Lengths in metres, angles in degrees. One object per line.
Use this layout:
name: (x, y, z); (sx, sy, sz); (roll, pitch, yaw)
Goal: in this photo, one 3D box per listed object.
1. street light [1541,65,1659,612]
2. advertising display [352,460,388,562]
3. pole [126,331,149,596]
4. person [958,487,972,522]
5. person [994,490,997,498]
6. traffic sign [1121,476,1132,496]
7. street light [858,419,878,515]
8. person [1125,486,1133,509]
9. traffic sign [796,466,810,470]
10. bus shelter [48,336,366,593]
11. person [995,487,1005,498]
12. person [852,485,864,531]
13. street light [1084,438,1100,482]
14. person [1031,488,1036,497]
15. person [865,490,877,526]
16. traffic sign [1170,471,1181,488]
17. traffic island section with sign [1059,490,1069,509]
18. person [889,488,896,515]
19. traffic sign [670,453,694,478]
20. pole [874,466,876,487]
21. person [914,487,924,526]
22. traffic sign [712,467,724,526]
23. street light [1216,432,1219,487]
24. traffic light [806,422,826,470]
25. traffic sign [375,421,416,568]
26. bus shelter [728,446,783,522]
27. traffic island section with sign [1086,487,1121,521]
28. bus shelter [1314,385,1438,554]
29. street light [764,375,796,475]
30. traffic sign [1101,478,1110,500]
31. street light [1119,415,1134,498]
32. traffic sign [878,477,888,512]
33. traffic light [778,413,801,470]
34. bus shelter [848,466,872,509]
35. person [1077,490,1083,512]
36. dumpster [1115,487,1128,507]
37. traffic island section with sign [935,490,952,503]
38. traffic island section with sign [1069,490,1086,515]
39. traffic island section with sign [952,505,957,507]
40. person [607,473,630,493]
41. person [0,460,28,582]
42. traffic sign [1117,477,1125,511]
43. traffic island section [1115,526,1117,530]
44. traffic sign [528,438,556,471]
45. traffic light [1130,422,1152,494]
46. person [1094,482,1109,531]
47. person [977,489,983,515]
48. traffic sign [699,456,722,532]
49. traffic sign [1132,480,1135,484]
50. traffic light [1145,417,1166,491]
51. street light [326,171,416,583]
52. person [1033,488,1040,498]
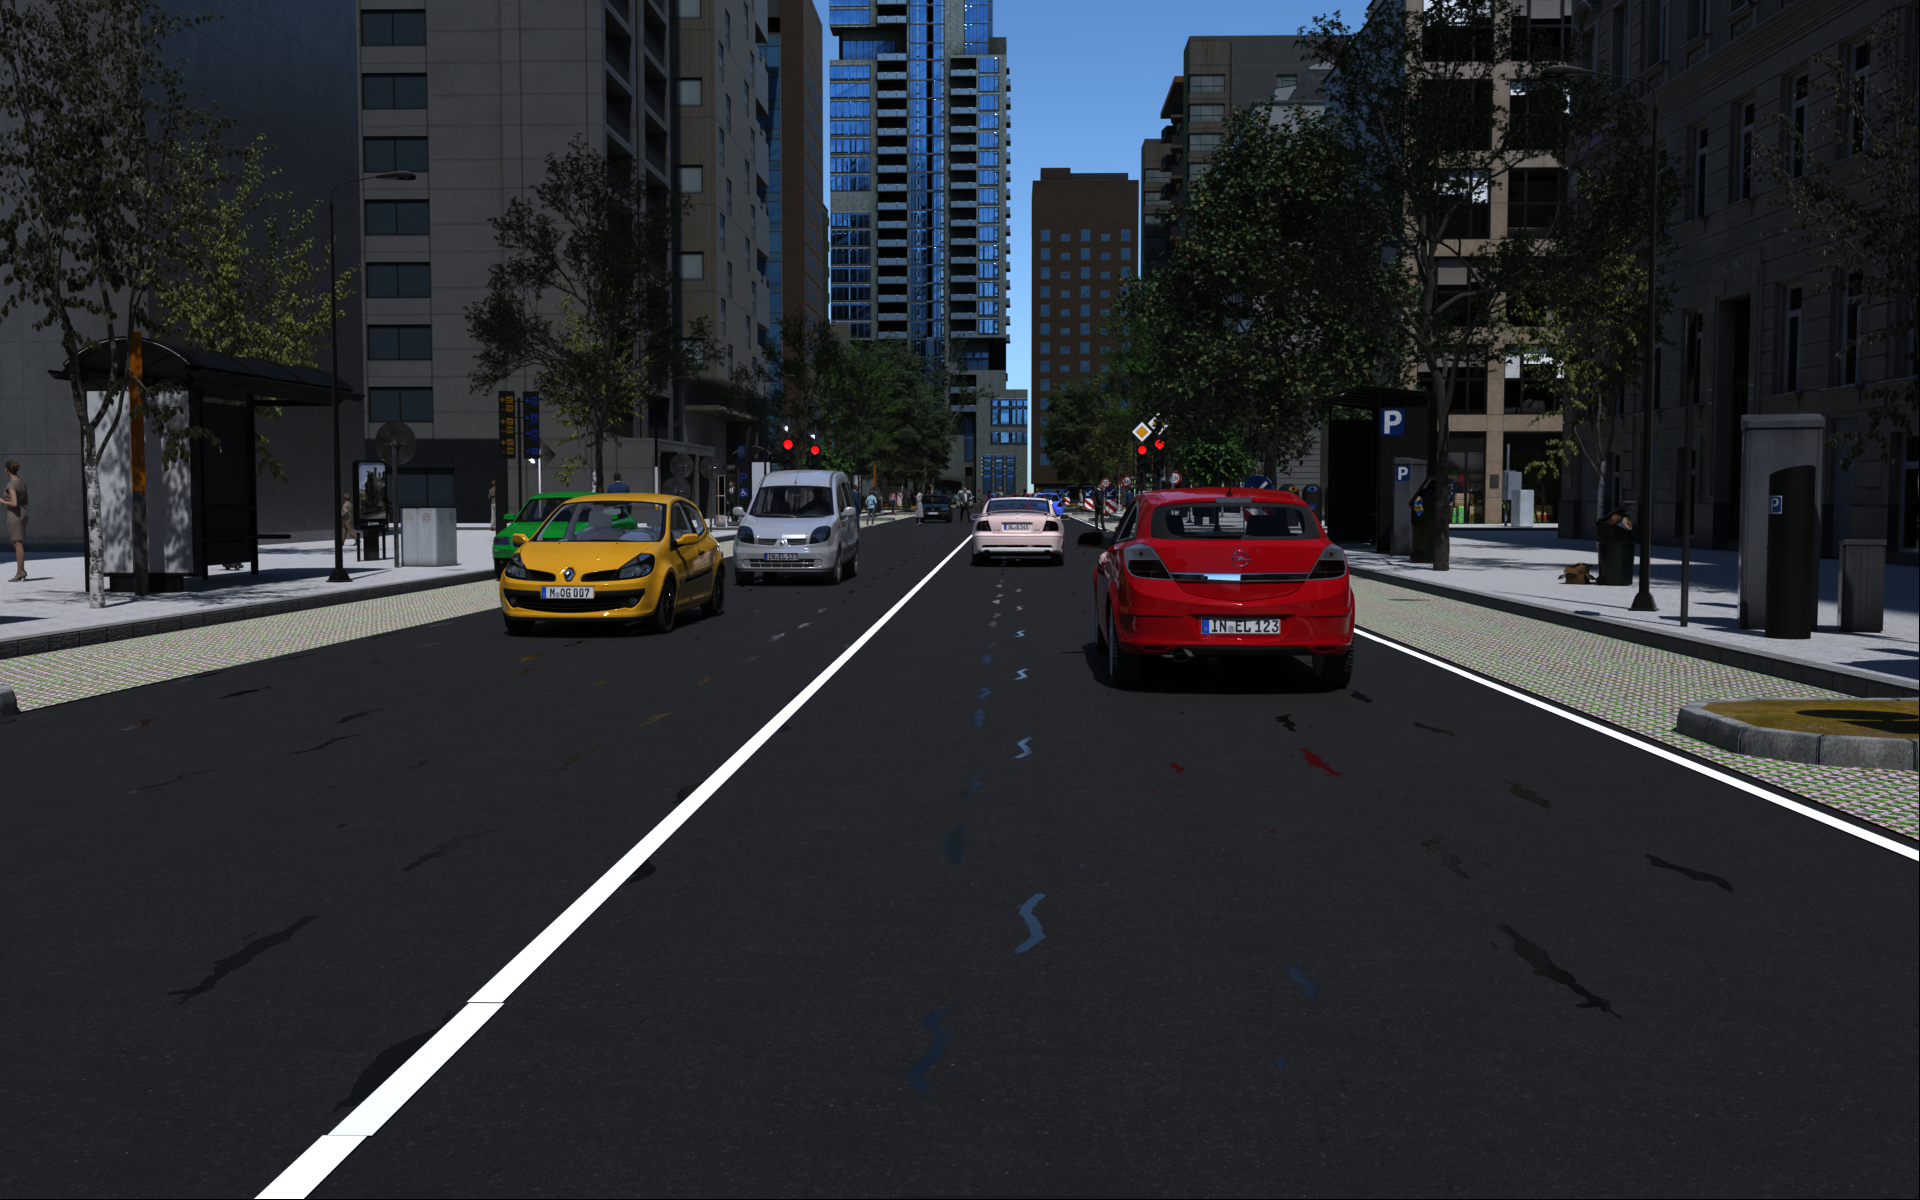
street light: (6.997, -2.838, 18.938); (1.470, 5.913, 1.316); (0, 4, 2)
advertising display: (-11.339, -1.719, 33.317); (0.123, 1.923, 0.974); (1, 4, 14)
pole: (-10.354, -1.710, 21.805); (0.158, 3.312, 0.155); (0, 3, 0)
person: (0.281, -4.810, 87.545); (0.661, 1.777, 0.834); (-3, 4, -37)
person: (2.806, -7.752, 135.992); (0.760, 1.731, 0.466); (-1, 4, -9)
traffic sign: (11.545, -7.327, 119.909); (0.768, 2.556, 0.104); (1, 4, 10)
street light: (-5.781, -8.279, 107.896); (1.470, 5.913, 1.316); (0, 4, 2)
person: (7.982, -4.471, 81.783); (0.419, 1.800, 0.721); (0, 4, 7)
traffic sign: (-7.161, -4.820, 78.914); (0.768, 2.556, 0.104); (0, 4, 4)
bus shelter: (-10.600, -1.901, 25.013); (2.014, 3.302, 5.546); (0, 4, 2)
person: (2.138, -4.964, 89.842); (0.661, 1.801, 0.590); (-1, 4, -17)
person: (-4.104, -3.630, 68.039); (0.419, 1.800, 0.721); (-2, 4, -32)
street light: (10.902, -10.388, 142.378); (1.470, 5.913, 1.316); (0, 4, 2)
person: (4.670, -6.052, 107.439); (0.794, 1.824, 0.713); (2, 4, 33)
person: (-3.957, -4.116, 77.612); (0.589, 1.601, 0.330); (2, 4, 28)
traffic sign: (11.882, -5.865, 96.006); (0.768, 2.556, 0.104); (1, 4, 9)
traffic island section with sign: (10.325, -9.836, 169.448); (1.989, 1.847, 2.006); (0, 4, 2)
person: (-4.588, -6.675, 117.637); (0.555, 1.821, 0.388); (-2, 4, -33)
traffic sign: (-8.726, -3.315, 54.305); (0.768, 2.556, 0.104); (0, 4, 4)
pole: (-6.098, -7.971, 124.170); (0.158, 3.312, 0.155); (0, 3, 0)
person: (-1.910, -4.222, 78.093); (0.524, 1.755, 0.480); (2, 4, 23)
traffic sign: (-10.002, -4.313, 70.620); (0.768, 2.556, 0.104); (1, 4, 11)
street light: (8.274, -5.300, 59.196); (1.470, 5.913, 1.316); (0, 4, 2)
traffic light: (-5.614, -4.818, 67.701); (0.839, 4.253, 0.868); (0, 4, 2)
traffic sign: (-9.823, -1.837, 30.133); (0.768, 2.556, 0.104); (1, 4, 10)
bus shelter: (-8.591, -4.959, 75.005); (2.014, 3.302, 5.546); (0, 4, 2)
traffic island section with sign: (7.884, -5.127, 92.448); (1.989, 1.847, 2.006); (0, 4, 2)
bus shelter: (9.621, -3.004, 40.400); (1.731, 3.624, 6.357); (0, 4, 2)
street light: (-7.074, -5.816, 67.639); (1.470, 5.913, 1.316); (0, 4, 2)
traffic sign: (11.637, -8.463, 138.483); (0.768, 2.556, 0.104); (0, 4, 2)
street light: (9.546, -7.837, 100.682); (1.470, 5.913, 1.316); (0, 4, 2)
traffic sign: (-5.631, -7.708, 126.135); (0.768, 2.556, 0.104); (1, 4, 10)
traffic light: (-5.868, -4.330, 59.720); (0.839, 4.253, 0.868); (0, 4, 2)
bus shelter: (-7.463, -7.845, 122.191); (2.014, 3.302, 5.546); (0, 4, 2)
person: (9.562, -7.877, 137.641); (0.624, 1.780, 0.694); (0, 4, -6)
dumpster: (13.235, -8.251, 140.668); (1.264, 1.857, 1.865); (0, 4, 2)
traffic island section with sign: (-2.087, -9.865, 169.913); (1.989, 1.847, 2.006); (0, 4, 2)
traffic island section with sign: (8.738, -6.774, 119.390); (1.989, 1.847, 2.006); (0, 4, 2)
traffic island section with sign: (-1.211, -11.533, 197.194); (1.989, 1.847, 2.006); (0, 4, 2)
person: (-8.286, -2.206, 42.296); (0.721, 1.800, 0.419); (-1, 4, -18)
person: (-13.851, -1.161, 25.360); (0.374, 1.781, 0.599); (0, 4, -8)
traffic sign: (12.100, -7.890, 129.101); (0.768, 2.556, 0.104); (0, 4, 8)
traffic island section: (7.081, -2.761, 67.429); (2.009, 0.180, 2.903); (0, 4, 2)
traffic sign: (-9.881, -2.506, 40.713); (0.795, 2.593, 0.064); (1, 4, 10)
traffic light: (7.042, -4.795, 67.316); (0.839, 4.253, 0.868); (0, 4, 2)
person: (5.468, -3.630, 67.216); (0.474, 1.900, 0.648); (-1, 4, -22)
person: (1.435, -6.488, 114.855); (0.573, 1.790, 0.520); (0, 4, -4)
traffic sign: (-8.349, -3.540, 57.980); (0.768, 2.556, 0.104); (0, 4, 6)
traffic sign: (13.208, -8.238, 134.790); (0.768, 2.556, 0.104); (1, 4, 11)
traffic light: (6.788, -4.307, 59.335); (0.839, 4.253, 0.868); (0, 4, 2)
street light: (-8.518, -3.213, 25.076); (1.470, 5.913, 1.316); (0, 4, 2)
person: (4.640, -5.902, 105.087); (0.616, 1.811, 0.778); (1, 4, 14)
